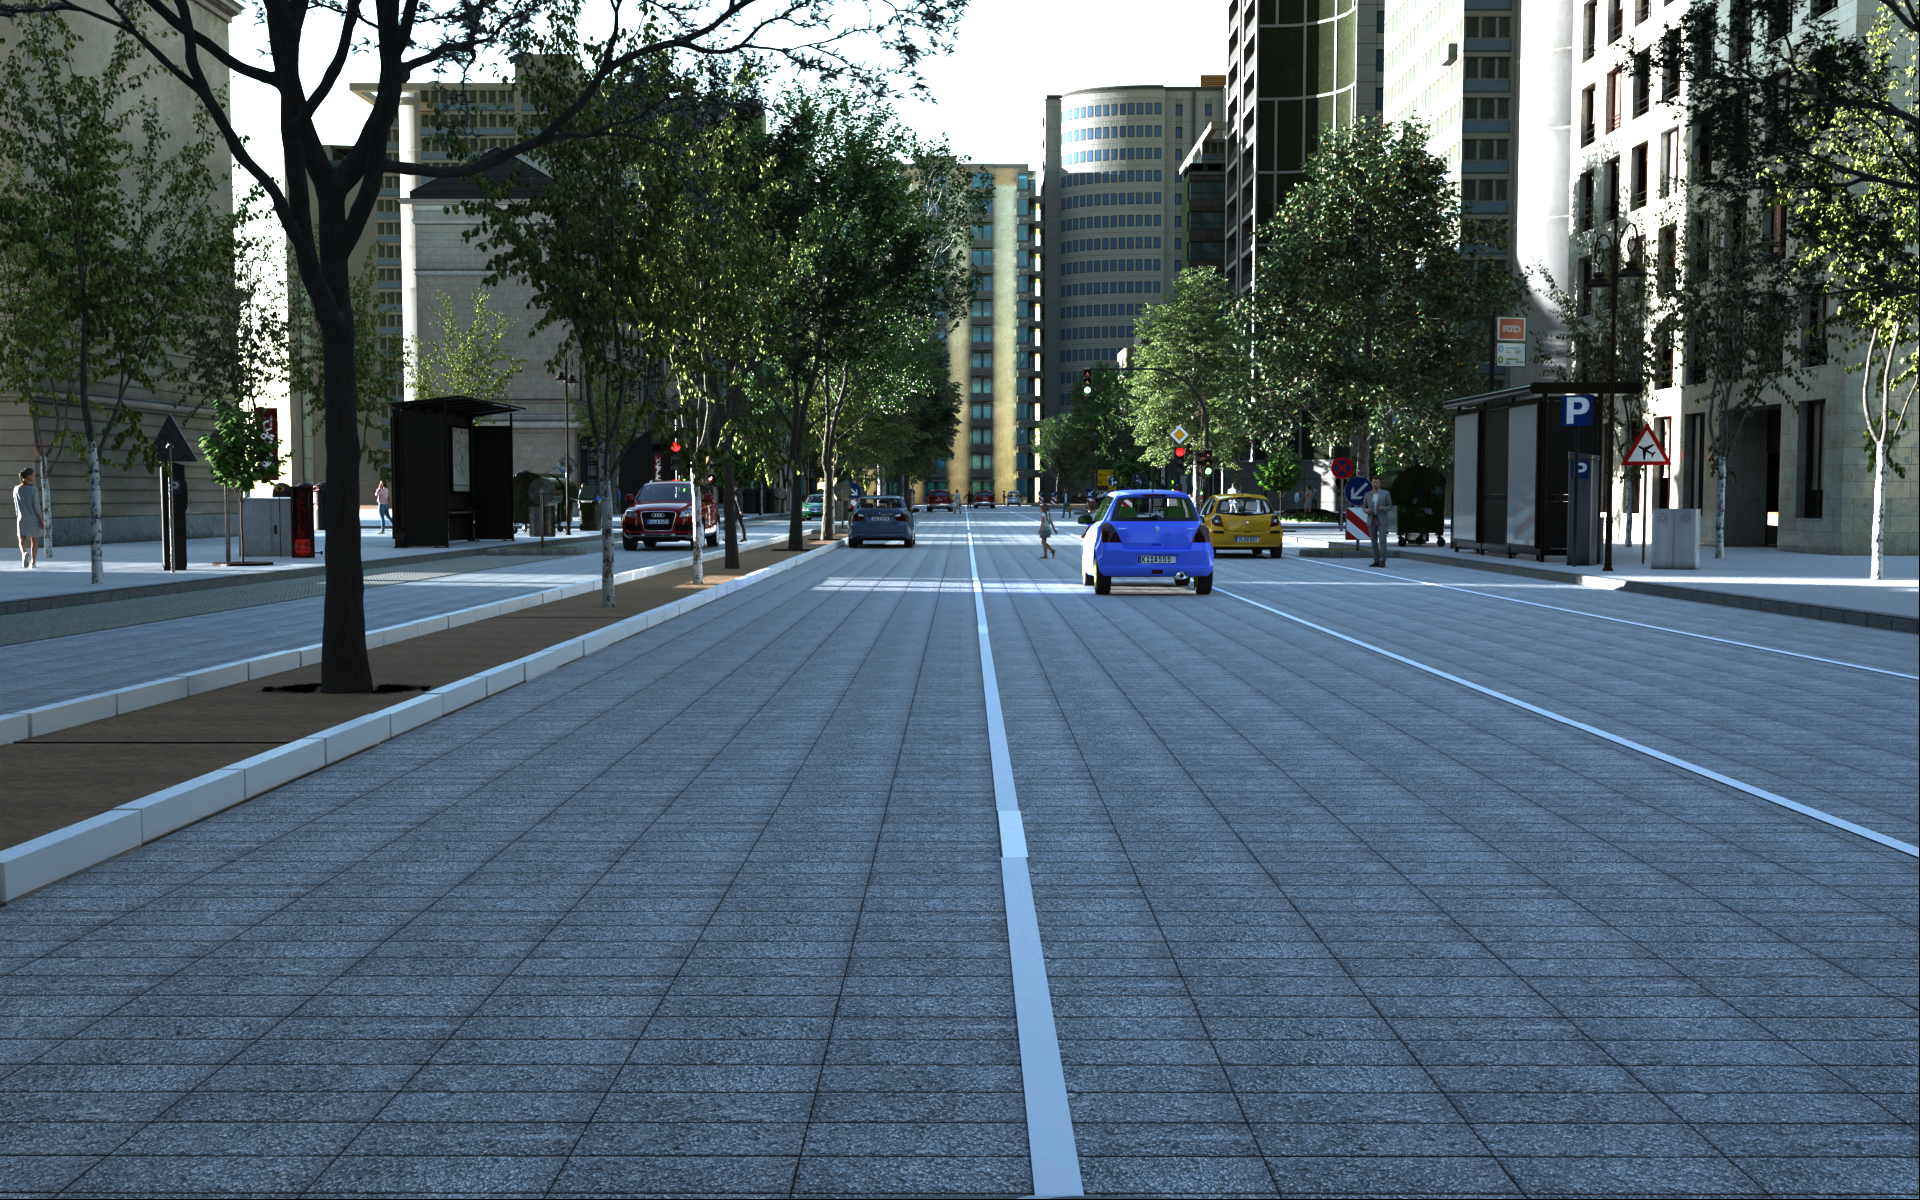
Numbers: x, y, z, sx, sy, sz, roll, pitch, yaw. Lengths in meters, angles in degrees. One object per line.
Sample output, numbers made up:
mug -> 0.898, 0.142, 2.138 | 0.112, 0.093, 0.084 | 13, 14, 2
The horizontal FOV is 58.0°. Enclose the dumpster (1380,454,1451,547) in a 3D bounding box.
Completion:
dumpster -> 11.152, -2.464, 42.785 | 1.502, 2.255, 1.985 | 0, 4, 0

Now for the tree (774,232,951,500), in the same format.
tree -> -4.450, -9.422, 74.629 | 7.486, 12.596, 7.792 | 0, 3, 0

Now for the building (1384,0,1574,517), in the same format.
building -> 36.614, -24.524, 92.841 | 23.993, 40.220, 32.217 | 0, 4, 0

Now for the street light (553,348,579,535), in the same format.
street light -> -12.288, -4.978, 54.180 | 0.468, 5.910, 1.993 | 0, 4, 0

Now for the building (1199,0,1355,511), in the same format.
building -> 30.160, -42.550, 133.944 | 20.563, 71.187, 20.611 | 0, 4, 0

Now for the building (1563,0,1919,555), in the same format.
building -> 23.596, -11.571, 43.933 | 10.420, 20.320, 16.860 | 0, 4, 0

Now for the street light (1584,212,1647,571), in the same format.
street light -> 10.830, -3.424, 28.768 | 0.468, 5.910, 1.993 | 0, 4, 0

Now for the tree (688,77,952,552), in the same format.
tree -> -4.018, -7.022, 43.022 | 9.928, 11.665, 9.643 | 0, 3, 0

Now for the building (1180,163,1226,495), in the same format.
building -> 26.401, -23.371, 153.821 | 14.160, 30.474, 14.107 | 0, 4, 0

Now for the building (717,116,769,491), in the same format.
building -> -27.397, -30.144, 176.448 | 14.154, 41.232, 14.086 | 0, 4, 0

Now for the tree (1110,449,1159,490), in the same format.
tree -> 11.120, -7.643, 108.675 | 4.285, 4.588, 4.351 | 0, 3, 0

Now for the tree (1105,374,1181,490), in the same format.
tree -> 10.861, -9.192, 100.650 | 4.360, 8.622, 3.978 | 0, 3, 0

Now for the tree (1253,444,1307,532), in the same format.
tree -> 10.938, -3.949, 59.171 | 1.663, 3.219, 1.824 | 0, 3, 0

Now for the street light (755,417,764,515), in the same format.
street light -> -12.062, -8.042, 104.272 | 0.468, 5.910, 1.993 | 0, 4, 0

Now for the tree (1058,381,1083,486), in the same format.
tree -> 12.638, -14.438, 154.193 | 7.486, 12.596, 7.792 | 0, 3, 0

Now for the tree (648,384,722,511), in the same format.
tree -> -18.035, -9.951, 113.065 | 4.360, 8.622, 3.978 | 0, 3, 0

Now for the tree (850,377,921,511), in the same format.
tree -> -4.106, -8.610, 93.595 | 4.360, 8.622, 3.978 | 0, 3, 0

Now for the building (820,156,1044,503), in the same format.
building -> -3.479, -38.433, 247.980 | 30.456, 49.044, 23.786 | 0, 4, 0

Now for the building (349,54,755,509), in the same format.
building -> -35.174, -28.466, 157.299 | 32.217, 40.220, 23.993 | 0, 4, 0

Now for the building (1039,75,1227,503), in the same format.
building -> 25.859, -43.112, 246.879 | 28.212, 58.520, 21.231 | 0, 4, 0

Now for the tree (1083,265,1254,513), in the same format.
tree -> 11.565, -10.291, 86.389 | 7.486, 12.596, 7.792 | 0, 3, 0

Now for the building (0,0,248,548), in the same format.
building -> -38.857, -13.959, 47.320 | 34.723, 24.649, 14.460 | 0, 4, 0

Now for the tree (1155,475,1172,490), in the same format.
tree -> 16.185, -8.744, 137.566 | 1.663, 3.219, 1.824 | 0, 3, 0

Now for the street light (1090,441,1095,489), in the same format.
street light -> 11.087, -10.503, 144.506 | 0.468, 5.910, 1.993 | 0, 4, 0

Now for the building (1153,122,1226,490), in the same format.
building -> 35.560, -29.397, 172.517 | 32.217, 40.220, 23.993 | 0, 4, 0

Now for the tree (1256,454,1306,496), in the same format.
tree -> 21.389, -8.025, 114.918 | 4.285, 4.588, 4.351 | 0, 3, 0

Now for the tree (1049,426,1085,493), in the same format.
tree -> 11.292, -14.324, 184.552 | 4.360, 8.622, 3.978 | 0, 3, 0

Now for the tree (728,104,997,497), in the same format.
tree -> -5.042, -13.834, 84.527 | 12.611, 20.169, 13.585 | 0, 3, 0

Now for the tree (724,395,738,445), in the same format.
tree -> -17.233, -10.268, 118.240 | 4.360, 8.622, 3.978 | 0, 3, 0

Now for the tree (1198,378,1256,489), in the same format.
tree -> 16.805, -9.594, 107.225 | 4.737, 8.622, 4.395 | 0, 3, 0

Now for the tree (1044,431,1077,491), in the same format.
tree -> 11.501, -14.736, 191.302 | 4.737, 8.622, 4.395 | 0, 3, 0

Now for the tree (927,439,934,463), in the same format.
tree -> -3.828, -11.358, 138.523 | 4.360, 8.622, 3.978 | 0, 3, 0

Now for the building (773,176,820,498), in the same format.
building -> -34.292, -38.465, 248.507 | 30.456, 49.044, 23.786 | 0, 4, 0

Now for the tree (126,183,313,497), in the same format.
tree -> -17.016, -5.523, 40.660 | 4.360, 8.622, 3.978 | 0, 3, 0

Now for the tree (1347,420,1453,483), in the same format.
tree -> 19.549, -5.542, 74.331 | 4.285, 4.588, 4.351 | 0, 3, 0

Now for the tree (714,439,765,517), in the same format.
tree -> -12.876, -7.033, 98.699 | 4.285, 4.588, 4.351 | 0, 3, 0

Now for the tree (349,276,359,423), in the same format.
tree -> -16.726, -5.910, 46.987 | 4.737, 8.622, 4.395 | 0, 3, 0

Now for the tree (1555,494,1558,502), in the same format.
tree -> 25.700, -5.540, 74.288 | 4.285, 4.588, 4.351 | 0, 3, 0

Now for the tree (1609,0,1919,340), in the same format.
tree -> 11.609, -5.162, 18.818 | 8.767, 10.594, 7.601 | 1, 4, 18

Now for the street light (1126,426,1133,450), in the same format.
street light -> 10.986, -8.483, 111.486 | 0.468, 5.910, 1.993 | 0, 4, 0

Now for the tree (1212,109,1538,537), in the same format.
tree -> 12.126, -8.238, 51.698 | 9.611, 12.733, 9.660 | 0, 3, 0

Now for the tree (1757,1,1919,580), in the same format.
tree -> 14.005, -4.609, 25.716 | 4.737, 8.622, 4.395 | 0, 3, 0

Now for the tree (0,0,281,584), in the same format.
tree -> -12.139, -4.543, 24.642 | 4.737, 8.622, 4.395 | 0, 3, 0

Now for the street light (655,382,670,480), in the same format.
street light -> -12.164, -5.992, 70.757 | 0.468, 5.910, 1.993 | 0, 4, 0

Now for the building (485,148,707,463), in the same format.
building -> -26.298, -18.995, 128.588 | 12.078, 24.808, 19.932 | 0, 4, 0

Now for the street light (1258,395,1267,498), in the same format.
street light -> 10.916, -5.443, 61.788 | 0.468, 5.910, 1.993 | 0, 4, 0

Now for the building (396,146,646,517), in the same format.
building -> -25.970, -15.118, 98.094 | 10.553, 20.767, 40.483 | 0, 4, 0

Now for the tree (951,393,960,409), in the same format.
tree -> -3.872, -11.439, 107.604 | 7.486, 12.596, 7.792 | 0, 3, 0

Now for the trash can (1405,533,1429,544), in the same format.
trash can -> 11.798, -2.021, 44.703 | 0.748, 1.137, 0.748 | 0, 3, 0

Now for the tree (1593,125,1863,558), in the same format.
tree -> 15.478, -5.145, 34.491 | 4.360, 8.622, 3.978 | 0, 3, 0

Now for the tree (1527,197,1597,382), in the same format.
tree -> 16.001, -5.592, 41.799 | 4.360, 8.622, 3.978 | 0, 3, 0

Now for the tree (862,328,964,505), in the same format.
tree -> -4.141, -13.581, 131.166 | 9.857, 13.997, 8.962 | 0, 3, 0

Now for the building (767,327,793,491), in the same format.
building -> -34.543, -21.681, 199.529 | 28.899, 21.520, 27.650 | 0, 4, 0

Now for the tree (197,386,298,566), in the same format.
tree -> -12.834, -2.242, 31.252 | 1.663, 3.219, 1.824 | 0, 3, 0

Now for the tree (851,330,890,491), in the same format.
tree -> -4.444, -6.589, 60.542 | 4.737, 8.622, 4.395 | 0, 3, 0

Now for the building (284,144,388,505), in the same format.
building -> -70.197, -31.911, 205.344 | 14.086, 41.232, 14.154 | 0, 4, 0

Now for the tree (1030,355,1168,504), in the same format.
tree -> 11.887, -12.562, 131.147 | 9.928, 11.665, 9.643 | 0, 3, 0

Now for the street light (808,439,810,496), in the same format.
street light -> -12.012, -10.085, 137.671 | 0.468, 5.910, 1.993 | 0, 4, 0

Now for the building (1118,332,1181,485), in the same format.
building -> 33.253, -21.679, 199.490 | 27.650, 21.520, 28.899 | 0, 4, 0
